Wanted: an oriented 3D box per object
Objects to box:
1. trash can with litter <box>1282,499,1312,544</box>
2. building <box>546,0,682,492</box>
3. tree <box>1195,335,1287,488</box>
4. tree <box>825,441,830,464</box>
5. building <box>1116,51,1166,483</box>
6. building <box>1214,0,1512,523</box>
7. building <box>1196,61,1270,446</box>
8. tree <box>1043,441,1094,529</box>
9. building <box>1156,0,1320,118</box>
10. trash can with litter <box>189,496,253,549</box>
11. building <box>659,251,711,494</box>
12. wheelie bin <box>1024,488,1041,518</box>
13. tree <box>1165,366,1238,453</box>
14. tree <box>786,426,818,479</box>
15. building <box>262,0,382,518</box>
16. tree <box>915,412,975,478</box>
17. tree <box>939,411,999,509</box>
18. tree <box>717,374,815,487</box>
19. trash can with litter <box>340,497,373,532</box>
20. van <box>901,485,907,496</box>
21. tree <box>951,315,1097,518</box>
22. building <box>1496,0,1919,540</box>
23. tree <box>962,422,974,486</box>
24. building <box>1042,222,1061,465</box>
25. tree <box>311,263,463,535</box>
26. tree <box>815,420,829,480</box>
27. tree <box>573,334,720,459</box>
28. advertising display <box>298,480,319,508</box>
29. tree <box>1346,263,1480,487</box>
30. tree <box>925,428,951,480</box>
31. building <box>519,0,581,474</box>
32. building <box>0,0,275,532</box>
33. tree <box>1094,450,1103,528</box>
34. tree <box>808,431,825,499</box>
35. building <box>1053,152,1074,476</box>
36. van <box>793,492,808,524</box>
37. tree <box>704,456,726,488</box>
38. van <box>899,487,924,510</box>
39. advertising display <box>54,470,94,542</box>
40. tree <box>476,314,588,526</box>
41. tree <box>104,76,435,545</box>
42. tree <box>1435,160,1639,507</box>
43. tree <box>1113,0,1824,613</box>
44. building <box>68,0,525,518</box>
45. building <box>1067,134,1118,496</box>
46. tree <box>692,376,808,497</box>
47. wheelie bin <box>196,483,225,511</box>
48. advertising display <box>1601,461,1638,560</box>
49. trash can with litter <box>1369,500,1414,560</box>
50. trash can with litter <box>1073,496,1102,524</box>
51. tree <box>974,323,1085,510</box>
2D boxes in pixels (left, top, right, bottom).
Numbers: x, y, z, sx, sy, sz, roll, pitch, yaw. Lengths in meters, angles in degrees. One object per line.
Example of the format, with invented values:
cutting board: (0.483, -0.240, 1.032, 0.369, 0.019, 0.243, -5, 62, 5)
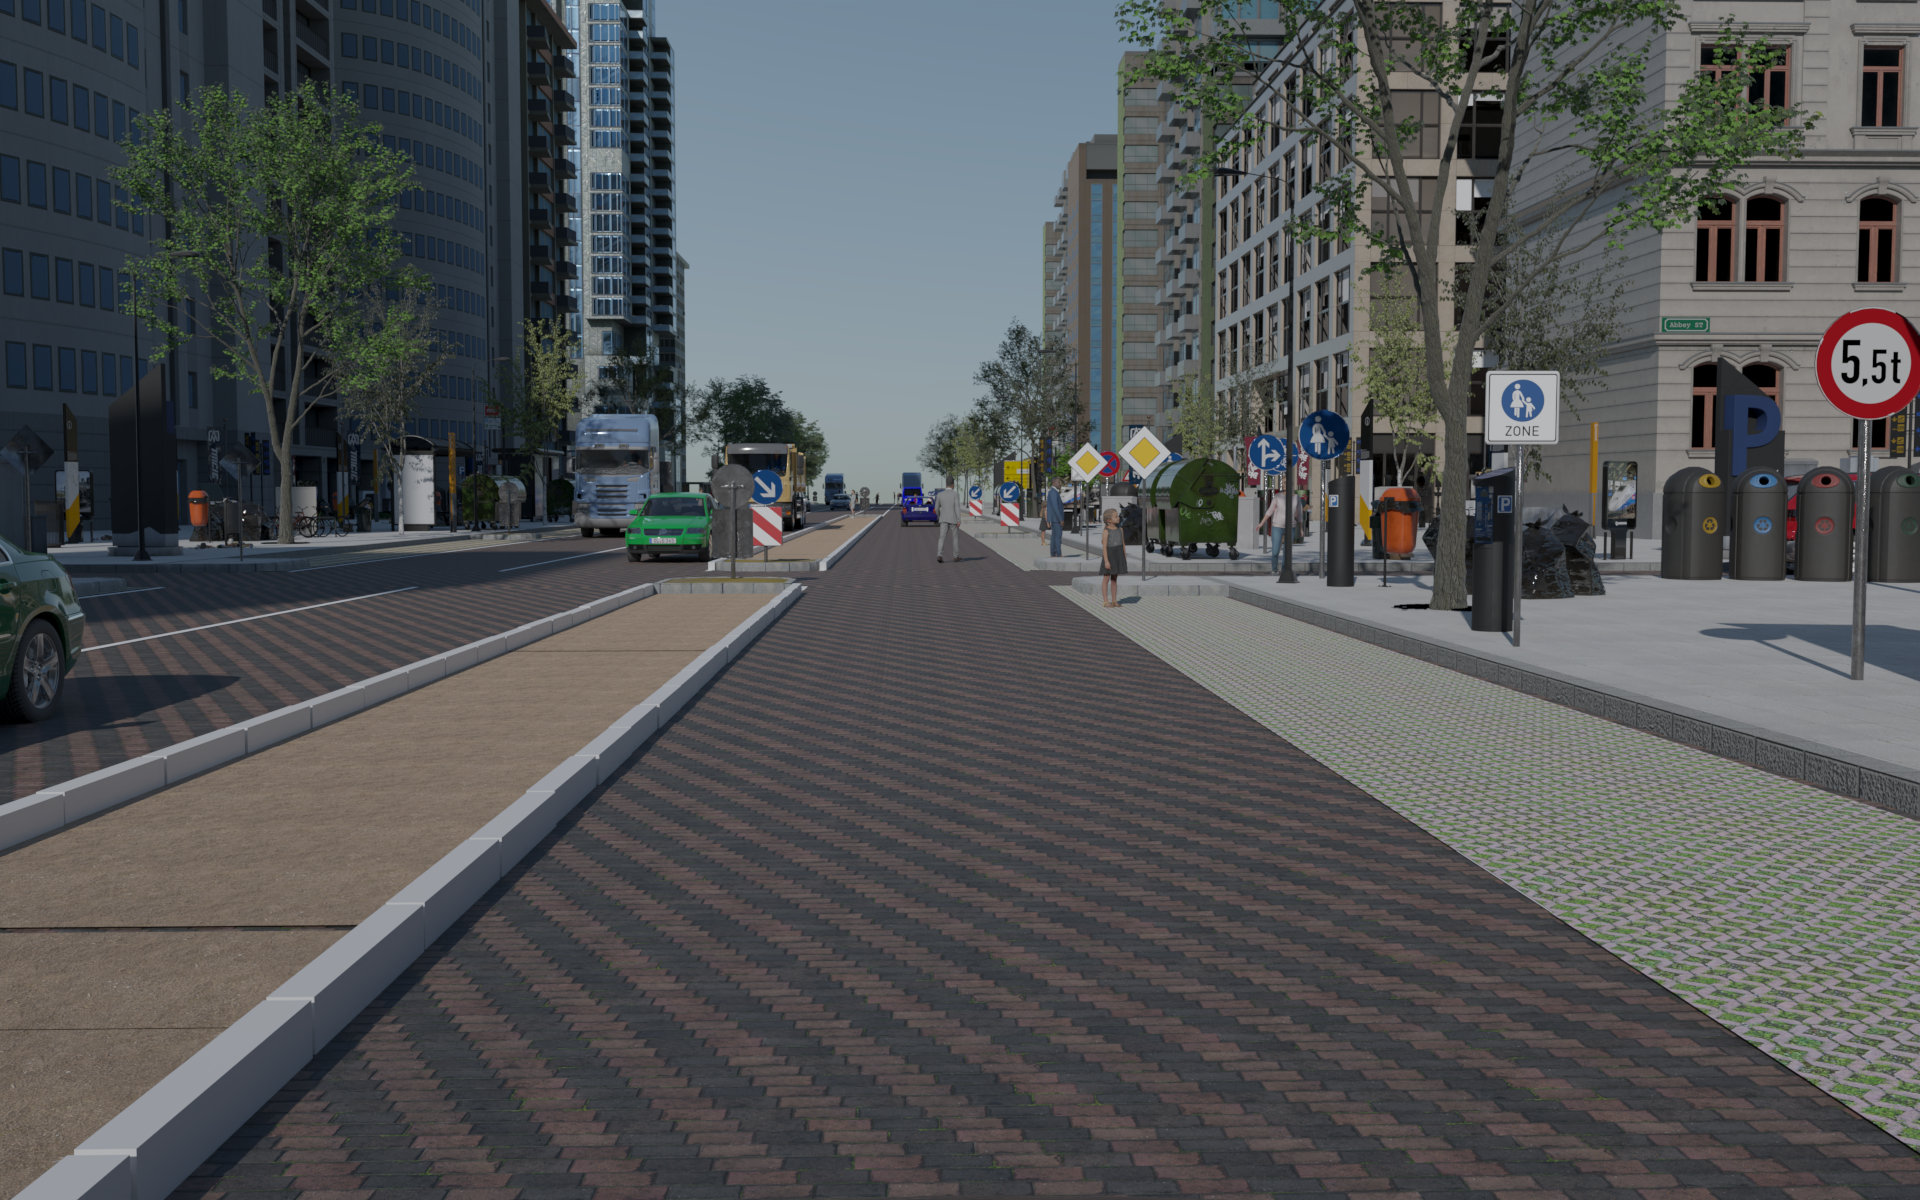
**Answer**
trash can with litter: (8.533, -2.015, 44.329, 0.624, 1.170, 1.055, 2, 4, 35)
building: (-46.967, -55.487, 219.882, 22.319, 86.520, 31.000, 0, 4, -2)
tree: (12.966, -7.897, 79.476, 4.360, 8.622, 3.978, 0, 3, 0)
tree: (-23.688, -20.936, 268.057, 9.928, 11.665, 9.643, 0, 3, 0)
building: (21.637, -29.382, 163.986, 14.154, 41.232, 14.086, 0, 4, -2)
building: (26.199, -17.604, 92.345, 19.350, 26.468, 34.151, 0, 4, -2)
building: (23.316, -21.271, 119.484, 14.160, 30.474, 14.107, 0, 4, -2)
tree: (3.783, -4.156, 62.555, 1.663, 3.219, 1.824, 0, 3, 0)
building: (28.171, -31.919, 141.481, 23.786, 49.044, 30.456, 0, 4, -2)
trash can with litter: (-17.714, -1.852, 41.343, 1.678, 1.210, 2.233, 1, 4, 13)
building: (-52.573, -34.073, 248.973, 32.217, 40.220, 23.993, 0, 4, -2)
wheelie bin: (3.906, -5.188, 92.735, 0.980, 1.594, 0.693, 1, 4, 9)
tree: (13.567, -9.086, 98.920, 4.737, 8.622, 4.395, 0, 3, 0)
tree: (-22.699, -18.384, 234.986, 7.601, 10.594, 8.767, -1, 4, -15)
building: (-43.283, -40.021, 92.601, 20.563, 71.187, 20.611, 0, 4, -2)
tree: (-1.614, -21.224, 257.380, 12.009, 13.543, 11.850, 0, 3, 0)
tree: (1.220, -12.471, 154.260, 4.737, 8.622, 4.395, 0, 3, 0)
tree: (-21.222, -16.870, 182.471, 9.857, 13.997, 8.962, 0, 3, 0)
trash can with litter: (-20.303, -2.865, 58.237, 1.055, 1.170, 0.624, 0, 4, -5)
van: (-5.110, -10.826, 181.394, 2.240, 2.365, 5.245, 0, 4, -2)
tree: (3.651, -9.575, 90.957, 7.601, 10.594, 8.767, 0, 4, 3)
building: (30.377, -16.327, 54.330, 23.554, 28.519, 14.401, 0, 4, -2)
tree: (2.412, -10.446, 121.158, 4.360, 8.622, 3.978, 0, 3, 0)
building: (19.315, -35.345, 261.478, 14.154, 41.232, 14.086, 0, 4, -2)
tree: (-17.909, -6.369, 54.498, 4.360, 8.622, 3.978, 0, 3, 0)
tree: (-23.844, -21.364, 255.953, 9.857, 13.997, 8.962, 0, 3, 0)
tree: (-18.149, -10.155, 100.447, 8.767, 10.594, 7.601, -1, 4, -11)
advertising display: (-30.274, -4.602, 80.456, 0.123, 1.923, 0.974, 3, 4, 38)
tree: (14.129, -6.403, 55.044, 4.737, 8.622, 4.395, 0, 3, 0)
tree: (0.793, -16.109, 197.787, 7.601, 10.594, 8.767, 1, 4, 16)
building: (-45.445, -30.268, 149.511, 22.147, 44.769, 28.867, 0, 4, -2)
building: (-40.436, -31.725, 60.709, 21.231, 58.520, 28.212, 0, 4, -2)
tree: (4.666, -4.410, 66.701, 1.663, 3.219, 1.824, 0, 3, 0)
tree: (-22.123, -17.015, 203.945, 9.928, 11.665, 9.643, 0, 3, 0)
building: (24.585, -37.863, 238.661, 23.786, 49.044, 30.456, 0, 4, -2)
van: (-8.112, -4.535, 81.151, 2.013, 2.044, 4.112, 0, 4, -2)
tree: (-19.705, -9.878, 145.212, 4.285, 4.588, 4.351, 0, 3, 0)
van: (-4.268, -9.146, 153.913, 2.240, 2.365, 5.245, 0, 4, -3)
advertising display: (-23.527, -2.496, 46.026, 0.974, 1.923, 0.123, 0, 3, 0)
tree: (-17.141, -7.341, 70.382, 4.737, 8.622, 4.395, 0, 3, 0)
tree: (-17.358, -7.237, 44.087, 9.928, 11.665, 9.643, 0, 3, 0)
tree: (12.612, -5.375, 38.241, 4.360, 8.622, 3.978, 0, 3, 0)
tree: (5.344, -5.687, 18.742, 9.928, 11.665, 9.643, 0, 3, 0)
building: (-44.215, -35.375, 120.381, 21.231, 58.520, 28.212, 0, 4, -2)
building: (20.928, -34.616, 216.076, 14.600, 45.320, 14.200, 0, 4, -2)
tree: (-20.326, -13.926, 153.451, 9.928, 11.665, 9.643, 0, 3, 0)
wheelie bin: (-22.007, -2.618, 50.710, 0.693, 1.594, 0.980, 2, 4, 30)
advertising display: (12.872, -1.749, 33.813, 0.974, 1.923, 0.123, -2, 4, -35)
trash can with litter: (8.502, -1.379, 33.926, 0.624, 1.170, 1.055, -2, 4, -25)
trash can with litter: (5.907, -3.932, 75.349, 2.233, 1.210, 1.678, -3, 5, -40)
tree: (3.503, -7.553, 73.857, 4.360, 8.622, 3.978, 0, 3, 0)
